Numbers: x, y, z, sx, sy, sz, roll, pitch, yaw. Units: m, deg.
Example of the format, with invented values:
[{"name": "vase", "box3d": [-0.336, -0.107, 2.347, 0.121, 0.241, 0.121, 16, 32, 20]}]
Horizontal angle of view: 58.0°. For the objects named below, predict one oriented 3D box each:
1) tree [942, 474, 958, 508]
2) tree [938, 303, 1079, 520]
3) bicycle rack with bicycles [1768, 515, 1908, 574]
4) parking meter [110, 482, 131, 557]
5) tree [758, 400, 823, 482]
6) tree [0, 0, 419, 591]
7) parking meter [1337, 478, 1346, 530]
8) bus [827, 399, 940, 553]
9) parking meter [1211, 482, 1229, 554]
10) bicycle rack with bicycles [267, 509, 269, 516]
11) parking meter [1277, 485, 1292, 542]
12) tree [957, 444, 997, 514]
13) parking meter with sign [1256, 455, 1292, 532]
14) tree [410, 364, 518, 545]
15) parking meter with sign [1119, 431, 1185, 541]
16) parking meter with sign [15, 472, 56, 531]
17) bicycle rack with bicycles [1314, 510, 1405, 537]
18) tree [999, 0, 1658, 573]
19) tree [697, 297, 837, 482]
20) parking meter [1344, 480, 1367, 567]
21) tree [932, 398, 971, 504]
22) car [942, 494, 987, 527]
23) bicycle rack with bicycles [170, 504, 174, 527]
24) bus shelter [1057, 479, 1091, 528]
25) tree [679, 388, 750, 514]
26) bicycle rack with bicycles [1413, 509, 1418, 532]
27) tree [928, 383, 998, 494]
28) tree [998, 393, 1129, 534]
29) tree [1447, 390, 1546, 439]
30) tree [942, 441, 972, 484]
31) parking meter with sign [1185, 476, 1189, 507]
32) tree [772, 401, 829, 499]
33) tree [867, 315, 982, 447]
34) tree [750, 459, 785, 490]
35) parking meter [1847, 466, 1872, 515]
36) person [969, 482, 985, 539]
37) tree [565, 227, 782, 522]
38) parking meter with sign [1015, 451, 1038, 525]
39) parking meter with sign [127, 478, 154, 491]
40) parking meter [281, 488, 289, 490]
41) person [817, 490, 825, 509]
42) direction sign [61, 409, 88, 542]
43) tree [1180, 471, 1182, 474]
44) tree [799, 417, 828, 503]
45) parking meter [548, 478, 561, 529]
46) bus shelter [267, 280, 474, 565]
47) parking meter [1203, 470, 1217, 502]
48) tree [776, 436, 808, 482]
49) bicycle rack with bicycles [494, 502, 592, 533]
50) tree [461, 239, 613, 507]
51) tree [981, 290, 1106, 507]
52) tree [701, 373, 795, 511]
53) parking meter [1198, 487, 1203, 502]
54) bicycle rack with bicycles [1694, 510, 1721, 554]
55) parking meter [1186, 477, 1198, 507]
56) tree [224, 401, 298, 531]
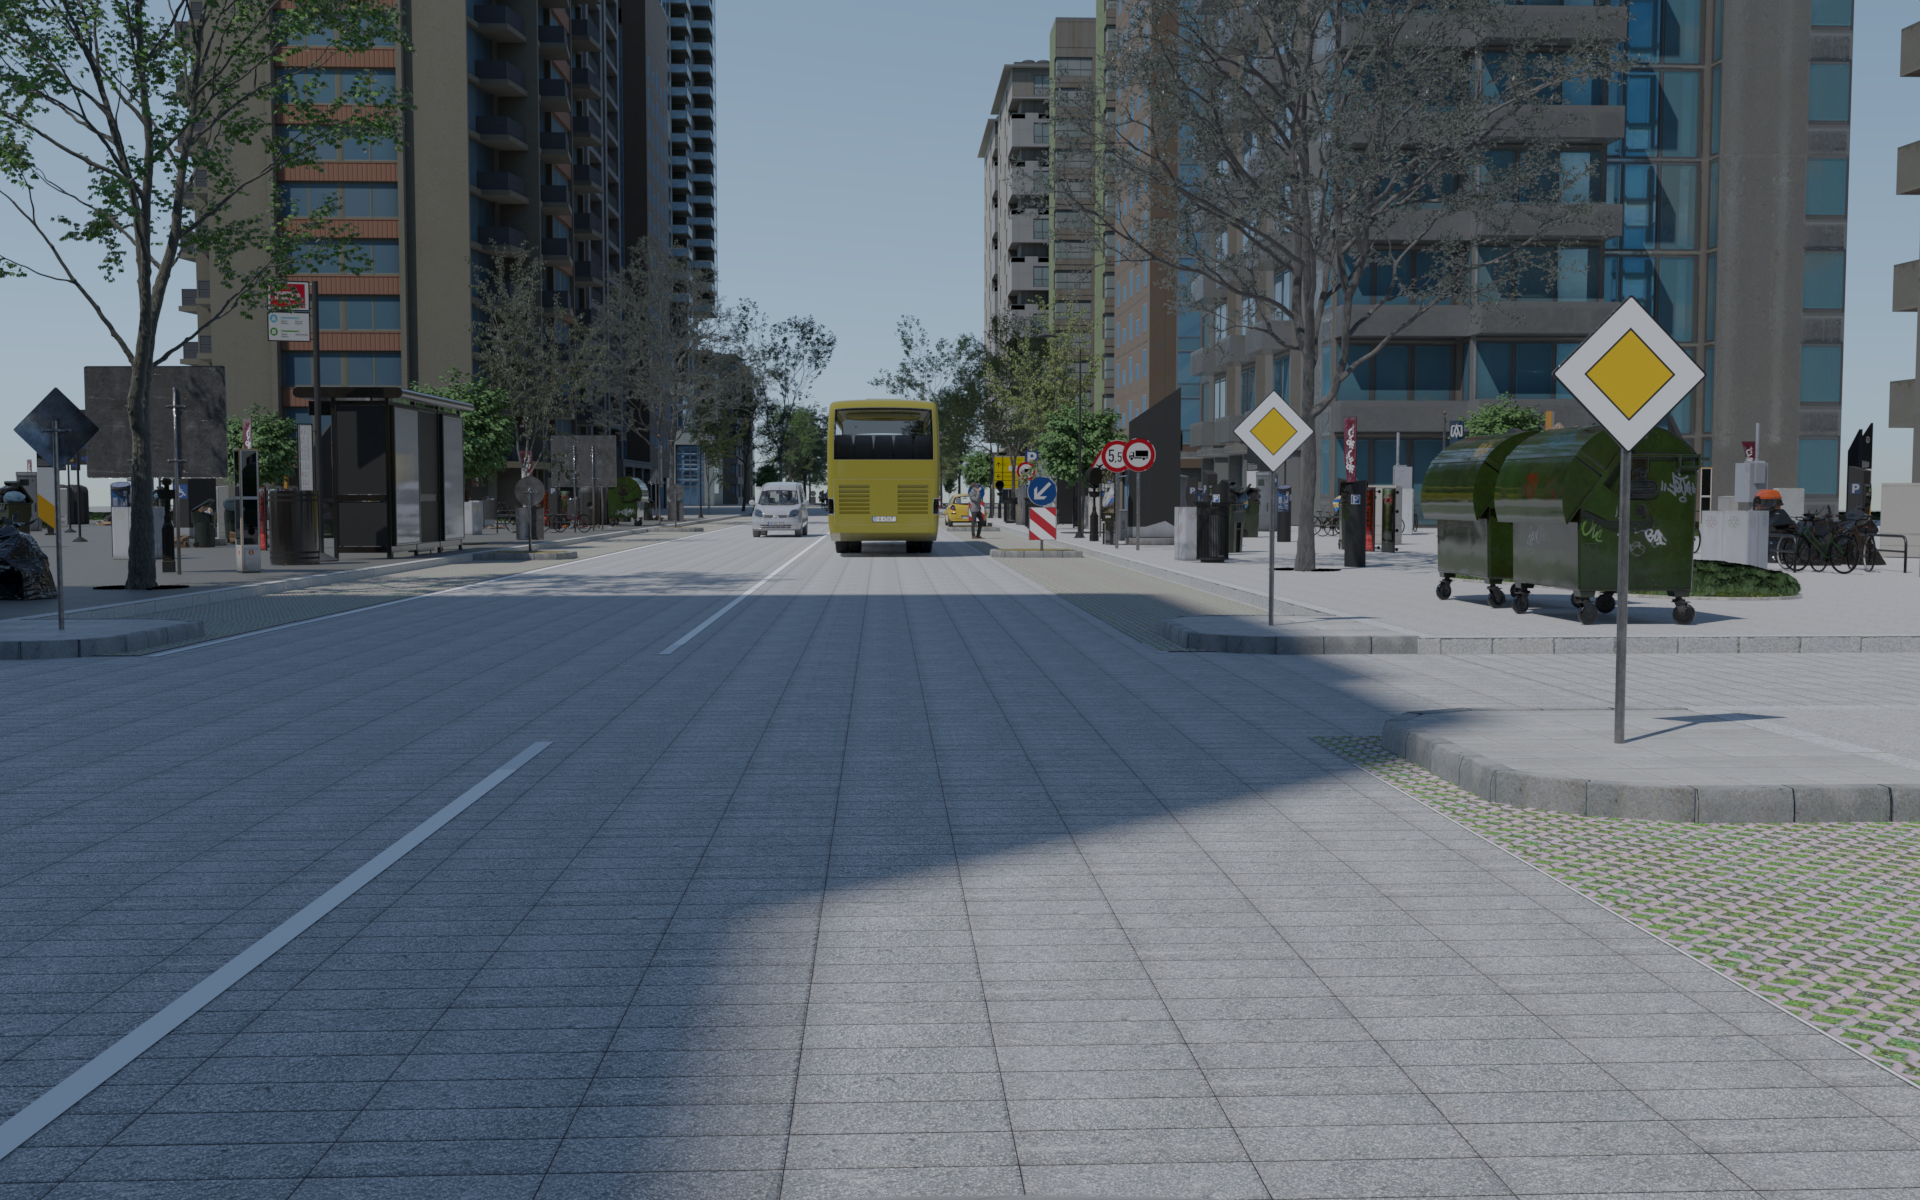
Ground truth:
[{"name": "tree", "box3d": [-0.878, -10.422, 165.003, 1.663, 3.219, 1.824, 0, 3, 0]}, {"name": "tree", "box3d": [2.427, -9.234, 85.389, 8.767, 10.594, 7.601, 2, 4, 35]}, {"name": "bicycle rack with bicycles", "box3d": [14.356, -0.946, 28.843, 2.852, 0.926, 2.925, 0, 4, 3]}, {"name": "parking meter", "box3d": [-17.076, -1.642, 35.261, 0.372, 1.533, 0.369, 0, 3, 0]}, {"name": "tree", "box3d": [-18.646, -16.161, 189.986, 9.928, 11.665, 9.643, 0, 3, 0]}, {"name": "tree", "box3d": [-10.908, -5.950, 23.041, 9.928, 11.665, 9.643, 0, 3, 0]}, {"name": "parking meter", "box3d": [13.650, -3.421, 61.638, 0.399, 1.863, 0.255, 2, 4, 31]}, {"name": "bus", "box3d": [-1.979, -3.265, 44.933, 2.896, 3.916, 12.252, 0, 4, -2]}, {"name": "parking meter", "box3d": [5.457, -1.709, 36.353, 0.372, 1.533, 0.369, 0, 3, 0]}, {"name": "bicycle rack with bicycles", "box3d": [-29.247, -3.880, 76.816, 2.852, 0.926, 2.925, 2, 4, 32]}, {"name": "parking meter", "box3d": [8.658, -2.314, 46.248, 0.372, 1.533, 0.369, 0, 3, 0]}, {"name": "tree", "box3d": [1.390, -7.960, 113.863, 4.285, 4.588, 4.351, 0, 3, 0]}, {"name": "parking meter with sign", "box3d": [10.495, -3.848, 59.177, 0.543, 3.016, 1.738, -3, 4, -36]}, {"name": "tree", "box3d": [-12.750, -3.689, 44.022, 4.285, 4.588, 4.351, 0, 3, 0]}, {"name": "parking meter with sign", "box3d": [5.198, -3.140, 47.603, 1.738, 3.016, 0.543, -1, 4, -13]}, {"name": "parking meter with sign", "box3d": [-32.045, -3.872, 59.574, 1.738, 3.016, 0.543, -1, 4, -14]}, {"name": "bicycle rack with bicycles", "box3d": [11.621, -2.387, 52.405, 2.925, 0.926, 2.852, 3, 5, 39]}, {"name": "tree", "box3d": [5.907, -7.224, 28.475, 12.009, 13.543, 11.850, 0, 3, 0]}, {"name": "tree", "box3d": [-18.578, -19.092, 168.046, 12.611, 20.169, 13.585, 0, 3, 0]}, {"name": "parking meter", "box3d": [6.962, -1.350, 30.489, 0.372, 1.533, 0.369, 0, 3, 0]}, {"name": "tree", "box3d": [-2.371, -17.451, 203.453, 7.486, 12.596, 7.792, 0, 3, 0]}, {"name": "car", "box3d": [0.235, -4.069, 76.757, 2.015, 1.641, 3.980, 0, 4, -3]}, {"name": "bicycle rack with bicycles", "box3d": [-29.072, -3.161, 65.071, 2.925, 0.926, 2.852, -3, 5, -44]}, {"name": "bus shelter", "box3d": [4.640, -4.724, 68.520, 1.731, 3.624, 6.357, 0, 4, -3]}, {"name": "tree", "box3d": [-15.601, -9.691, 108.818, 4.737, 8.622, 4.395, 0, 3, 0]}, {"name": "bicycle rack with bicycles", "box3d": [14.449, -2.831, 59.666, 2.852, 0.926, 2.925, 0, 4, 7]}, {"name": "tree", "box3d": [0.040, -13.946, 153.779, 9.928, 11.665, 9.643, 0, 3, 0]}, {"name": "tree", "box3d": [3.995, -4.454, 56.534, 4.285, 4.588, 4.351, 0, 3, 0]}, {"name": "tree", "box3d": [17.239, -4.367, 55.114, 4.285, 4.588, 4.351, 0, 3, 0]}, {"name": "tree", "box3d": [-3.186, -18.435, 218.420, 9.611, 12.733, 9.660, 0, 3, 0]}, {"name": "parking meter with sign", "box3d": [8.638, -4.386, 67.974, 0.543, 3.016, 1.738, 3, 5, 43]}, {"name": "tree", "box3d": [-21.385, -20.193, 236.809, 9.857, 13.997, 8.962, 0, 3, 0]}, {"name": "tree", "box3d": [-3.902, -20.110, 184.682, 12.611, 20.169, 13.585, 0, 3, 0]}, {"name": "tree", "box3d": [-17.677, -10.764, 159.711, 4.285, 4.588, 4.351, 0, 3, 0]}, {"name": "parking meter", "box3d": [18.840, -1.870, 36.287, 0.255, 1.863, 0.399, -2, 4, -30]}, {"name": "person", "box3d": [0.537, -2.834, 55.017, 0.473, 1.802, 0.592, 3, 5, 39]}, {"name": "tree", "box3d": [-13.585, -10.419, 80.717, 12.009, 13.543, 11.850, 0, 3, 0]}, {"name": "parking meter with sign", "box3d": [2.692, -4.597, 71.416, 0.543, 3.016, 1.738, -1, 4, -15]}, {"name": "parking meter with sign", "box3d": [-36.959, -4.980, 77.689, 0.543, 3.016, 1.738, 2, 4, 33]}, {"name": "parking meter", "box3d": [-27.617, -3.825, 70.955, 0.372, 1.533, 0.369, 0, 3, 0]}, {"name": "person", "box3d": [-13.243, -9.739, 167.742, 1.348, 1.823, 0.705, 2, 4, 23]}, {"name": "direction sign", "box3d": [-23.677, -3.333, 46.498, 0.876, 3.537, 0.379, 1, 4, 16]}, {"name": "tree", "box3d": [9.076, -5.018, 76.645, 1.663, 3.219, 1.824, 0, 3, 0]}, {"name": "tree", "box3d": [-22.049, -20.258, 249.350, 7.486, 12.596, 7.792, 0, 3, 0]}, {"name": "parking meter", "box3d": [-14.815, -3.524, 63.327, 0.399, 1.863, 0.255, 1, 4, 10]}, {"name": "bus shelter", "box3d": [-12.024, -3.527, 35.303, 2.179, 5.291, 8.768, 0, 4, -3]}, {"name": "parking meter", "box3d": [6.093, -2.233, 42.226, 0.255, 1.863, 0.399, -1, 4, -13]}, {"name": "tree", "box3d": [-20.428, -16.021, 212.305, 4.360, 8.622, 3.978, 0, 3, 0]}, {"name": "bicycle rack with bicycles", "box3d": [-13.990, -2.673, 57.087, 2.925, 0.926, 2.852, 2, 4, 32]}, {"name": "tree", "box3d": [-12.511, -6.104, 50.156, 4.360, 8.622, 3.978, 0, 3, 0]}, {"name": "tree", "box3d": [3.175, -6.825, 61.952, 4.737, 8.622, 4.395, 0, 3, 0]}, {"name": "tree", "box3d": [-15.725, -11.843, 128.047, 7.601, 10.594, 8.767, 0, 4, 7]}, {"name": "parking meter", "box3d": [8.530, -3.275, 61.955, 0.372, 1.533, 0.369, 0, 3, 0]}, {"name": "bicycle rack with bicycles", "box3d": [16.295, -1.523, 38.286, 2.852, 0.926, 2.925, 1, 4, 19]}, {"name": "parking meter", "box3d": [7.725, -3.182, 57.730, 0.399, 1.863, 0.255, 0, 4, 5]}, {"name": "tree", "box3d": [-24.813, -4.743, 61.263, 4.285, 4.588, 4.351, 0, 3, 0]}]
